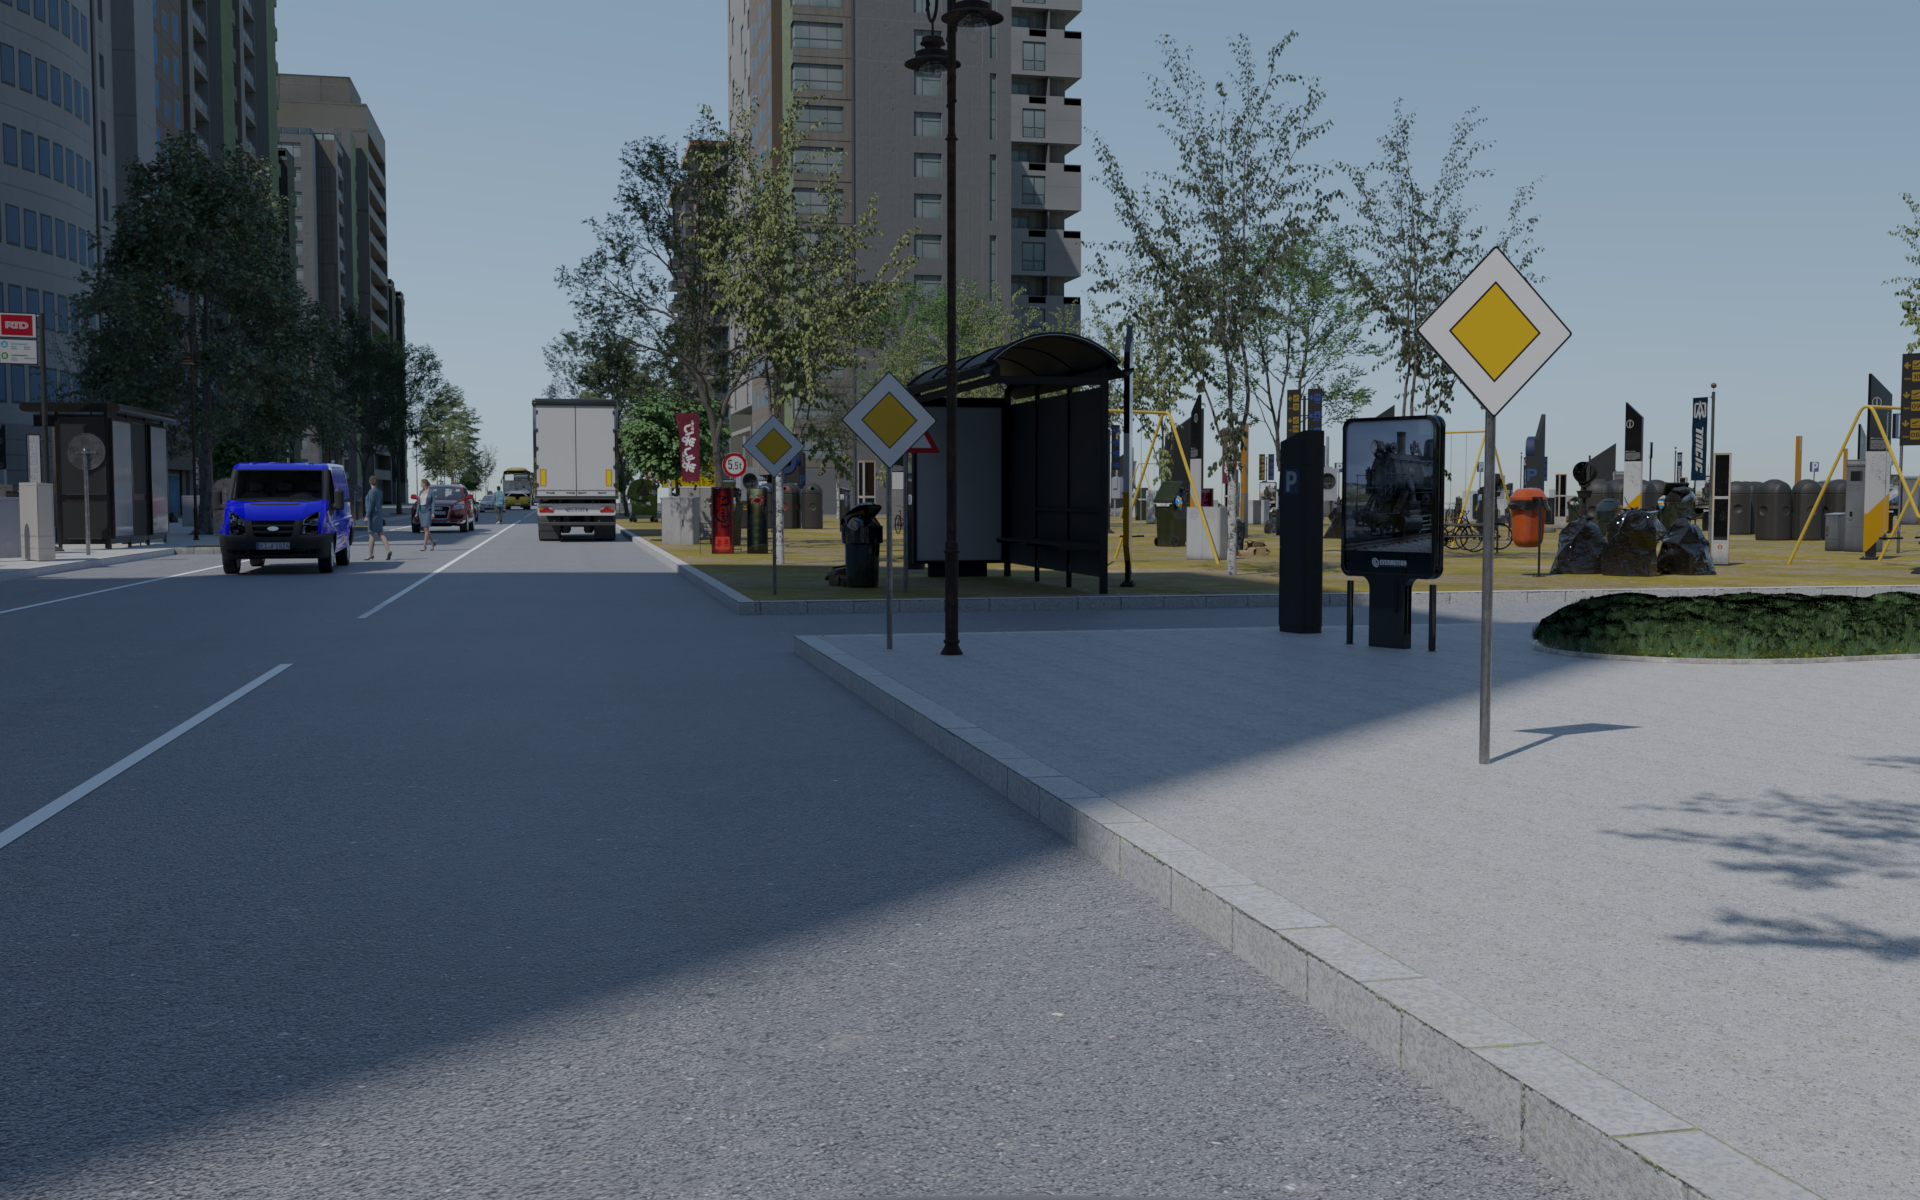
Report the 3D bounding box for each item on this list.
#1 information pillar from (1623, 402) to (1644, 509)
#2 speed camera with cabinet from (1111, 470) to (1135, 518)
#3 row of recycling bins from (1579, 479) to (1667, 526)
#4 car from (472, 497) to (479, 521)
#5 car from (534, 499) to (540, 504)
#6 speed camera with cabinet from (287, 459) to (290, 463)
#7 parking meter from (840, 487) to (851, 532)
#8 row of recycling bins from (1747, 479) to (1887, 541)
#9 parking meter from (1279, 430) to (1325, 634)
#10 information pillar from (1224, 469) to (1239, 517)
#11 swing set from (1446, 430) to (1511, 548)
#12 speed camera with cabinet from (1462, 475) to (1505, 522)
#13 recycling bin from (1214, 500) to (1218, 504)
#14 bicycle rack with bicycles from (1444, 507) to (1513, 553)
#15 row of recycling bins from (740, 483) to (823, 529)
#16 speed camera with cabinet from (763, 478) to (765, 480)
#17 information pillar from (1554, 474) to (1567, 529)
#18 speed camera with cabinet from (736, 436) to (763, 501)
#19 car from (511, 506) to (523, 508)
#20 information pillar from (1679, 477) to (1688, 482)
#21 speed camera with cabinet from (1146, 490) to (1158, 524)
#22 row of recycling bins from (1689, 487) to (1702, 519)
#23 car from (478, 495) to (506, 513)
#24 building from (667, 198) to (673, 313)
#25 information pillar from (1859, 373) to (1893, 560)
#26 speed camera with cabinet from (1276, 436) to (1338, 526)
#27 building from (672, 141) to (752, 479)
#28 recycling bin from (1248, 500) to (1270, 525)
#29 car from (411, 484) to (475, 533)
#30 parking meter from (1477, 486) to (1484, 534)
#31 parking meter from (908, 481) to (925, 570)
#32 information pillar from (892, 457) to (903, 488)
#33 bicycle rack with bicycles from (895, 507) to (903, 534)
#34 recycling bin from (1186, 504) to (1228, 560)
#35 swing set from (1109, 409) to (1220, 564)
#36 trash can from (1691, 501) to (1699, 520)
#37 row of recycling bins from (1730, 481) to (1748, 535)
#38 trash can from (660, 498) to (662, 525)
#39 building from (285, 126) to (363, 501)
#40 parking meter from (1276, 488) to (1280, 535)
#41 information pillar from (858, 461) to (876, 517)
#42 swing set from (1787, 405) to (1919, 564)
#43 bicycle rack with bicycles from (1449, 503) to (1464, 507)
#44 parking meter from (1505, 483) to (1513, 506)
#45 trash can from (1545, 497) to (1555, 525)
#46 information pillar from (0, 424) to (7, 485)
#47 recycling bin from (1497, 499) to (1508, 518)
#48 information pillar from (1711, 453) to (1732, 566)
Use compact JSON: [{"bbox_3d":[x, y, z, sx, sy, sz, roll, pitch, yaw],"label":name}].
[{"bbox_3d":[17.074,-3.217,43.955,0.183,3.616,0.504,-3,4,-37],"label":"information pillar"},{"bbox_3d":[9.029,-6.042,93.124,0.660,3.252,2.038,-3,4,-37],"label":"speed camera with cabinet"},{"bbox_3d":[18.538,-2.505,48.075,3.534,1.692,1.069,-2,4,-34],"label":"row of recycling bins"},{"bbox_3d":[-26.006,-4.908,90.026,2.009,1.686,4.222,-1,4,-12],"label":"car"},{"bbox_3d":[-57.601,-13.565,234.142,2.083,1.381,4.827,-1,4,-13],"label":"car"},{"bbox_3d":[-26.483,-4.486,67.678,0.660,3.252,2.038,-2,4,-26],"label":"speed camera with cabinet"},{"bbox_3d":[-3.901,-3.082,58.794,0.372,1.533,0.369,0,3,0],"label":"parking meter"},{"bbox_3d":[23.840,-2.492,47.853,3.534,1.692,1.069,0,4,-2],"label":"row of recycling bins"},{"bbox_3d":[3.157,-0.632,16.043,0.255,1.863,0.399,-2,4,-26],"label":"parking meter"},{"bbox_3d":[8.015,-2.855,51.179,0.304,2.012,0.304,-3,5,-42],"label":"information pillar"},{"bbox_3d":[12.098,-2.797,43.348,2.862,2.851,3.119,-3,4,-38],"label":"swing set"},{"bbox_3d":[24.010,-5.202,79.384,2.038,3.252,0.660,-2,4,-25],"label":"speed camera with cabinet"},{"bbox_3d":[11.054,-3.954,77.204,0.722,1.027,0.722,-1,4,-12],"label":"recycling bin"},{"bbox_3d":[10.985,-1.570,39.051,2.925,0.926,2.852,1,4,16],"label":"bicycle rack with bicycles"},{"bbox_3d":[-6.746,-3.483,64.064,3.534,1.692,1.069,1,4,14],"label":"row of recycling bins"},{"bbox_3d":[-10.354,-6.035,93.011,2.038,3.252,0.660,-3,5,-43],"label":"speed camera with cabinet"},{"bbox_3d":[21.848,-3.578,62.991,0.304,2.012,0.304,-1,4,-10],"label":"information pillar"},{"bbox_3d":[-7.860,-3.933,58.643,2.038,3.252,0.660,-2,4,-28],"label":"speed camera with cabinet"},{"bbox_3d":[-46.183,-10.389,179.639,2.009,1.686,4.222,-1,4,-11],"label":"car"},{"bbox_3d":[31.285,-4.309,74.951,0.304,2.012,0.304,3,4,36],"label":"information pillar"},{"bbox_3d":[8.885,-4.950,75.264,0.660,3.252,2.038,3,5,40],"label":"speed camera with cabinet"},{"bbox_3d":[38.394,-5.028,89.317,3.534,1.692,1.069,-2,4,-25],"label":"row of recycling bins"},{"bbox_3d":[-36.585,-7.533,135.528,2.083,1.381,4.827,-1,4,-12],"label":"car"},{"bbox_3d":[-29.197,-35.881,241.272,22.147,44.769,28.867,-1,4,-13],"label":"building"},{"bbox_3d":[17.838,-2.589,33.681,0.504,3.616,0.183,-1,4,-9],"label":"information pillar"},{"bbox_3d":[11.849,-3.966,59.182,2.038,3.252,0.660,1,4,11],"label":"speed camera with cabinet"},{"bbox_3d":[-22.761,-34.163,213.183,22.147,44.769,28.867,-1,4,-13],"label":"building"},{"bbox_3d":[12.659,-3.721,73.389,0.722,1.027,0.722,2,4,30],"label":"recycling bin"},{"bbox_3d":[-19.704,-3.513,66.116,2.281,1.827,5.304,-1,4,-12],"label":"car"},{"bbox_3d":[18.140,-3.161,60.092,0.372,1.533,0.369,0,3,0],"label":"parking meter"},{"bbox_3d":[-0.783,-1.295,29.579,0.372,1.533,0.369,0,3,0],"label":"parking meter"},{"bbox_3d":[-2.340,-4.555,65.822,0.504,3.616,0.183,-1,4,-10],"label":"information pillar"},{"bbox_3d":[-0.683,-2.531,54.767,2.852,0.926,2.925,-1,4,-14],"label":"bicycle rack with bicycles"},{"bbox_3d":[4.906,-1.308,33.946,0.722,1.027,0.722,2,4,32],"label":"recycling bin"},{"bbox_3d":[2.878,-2.111,32.138,3.119,2.851,2.862,-3,4,-37],"label":"swing set"},{"bbox_3d":[35.990,-4.495,85.151,0.748,1.137,0.748,0,3,0],"label":"trash can"},{"bbox_3d":[25.307,-2.968,55.634,1.069,1.692,3.534,3,4,37],"label":"row of recycling bins"},{"bbox_3d":[-11.594,-3.504,68.951,0.748,1.137,0.748,0,3,0],"label":"trash can"},{"bbox_3d":[-72.938,-30.776,186.779,14.154,41.232,14.086,-1,4,-13],"label":"building"},{"bbox_3d":[10.001,-2.772,53.734,0.372,1.533,0.369,0,3,0],"label":"parking meter"},{"bbox_3d":[-2.057,-2.068,38.311,0.304,2.012,0.304,-2,4,-27],"label":"information pillar"},{"bbox_3d":[17.031,-2.051,31.151,3.119,2.851,2.862,-2,4,-31],"label":"swing set"},{"bbox_3d":[21.719,-3.706,73.969,2.852,0.926,2.925,2,4,35],"label":"bicycle rack with bicycles"},{"bbox_3d":[28.525,-5.154,89.978,0.255,1.863,0.399,3,5,43],"label":"parking meter"},{"bbox_3d":[25.335,-3.859,74.742,0.748,1.137,0.748,0,3,0],"label":"trash can"},{"bbox_3d":[-32.234,-4.095,58.311,0.504,3.616,0.183,3,4,38],"label":"information pillar"},{"bbox_3d":[27.190,-4.577,87.384,0.722,1.027,0.722,2,4,28],"label":"recycling bin"},{"bbox_3d":[13.603,-1.619,30.958,0.304,2.012,0.304,1,4,23],"label":"information pillar"}]
